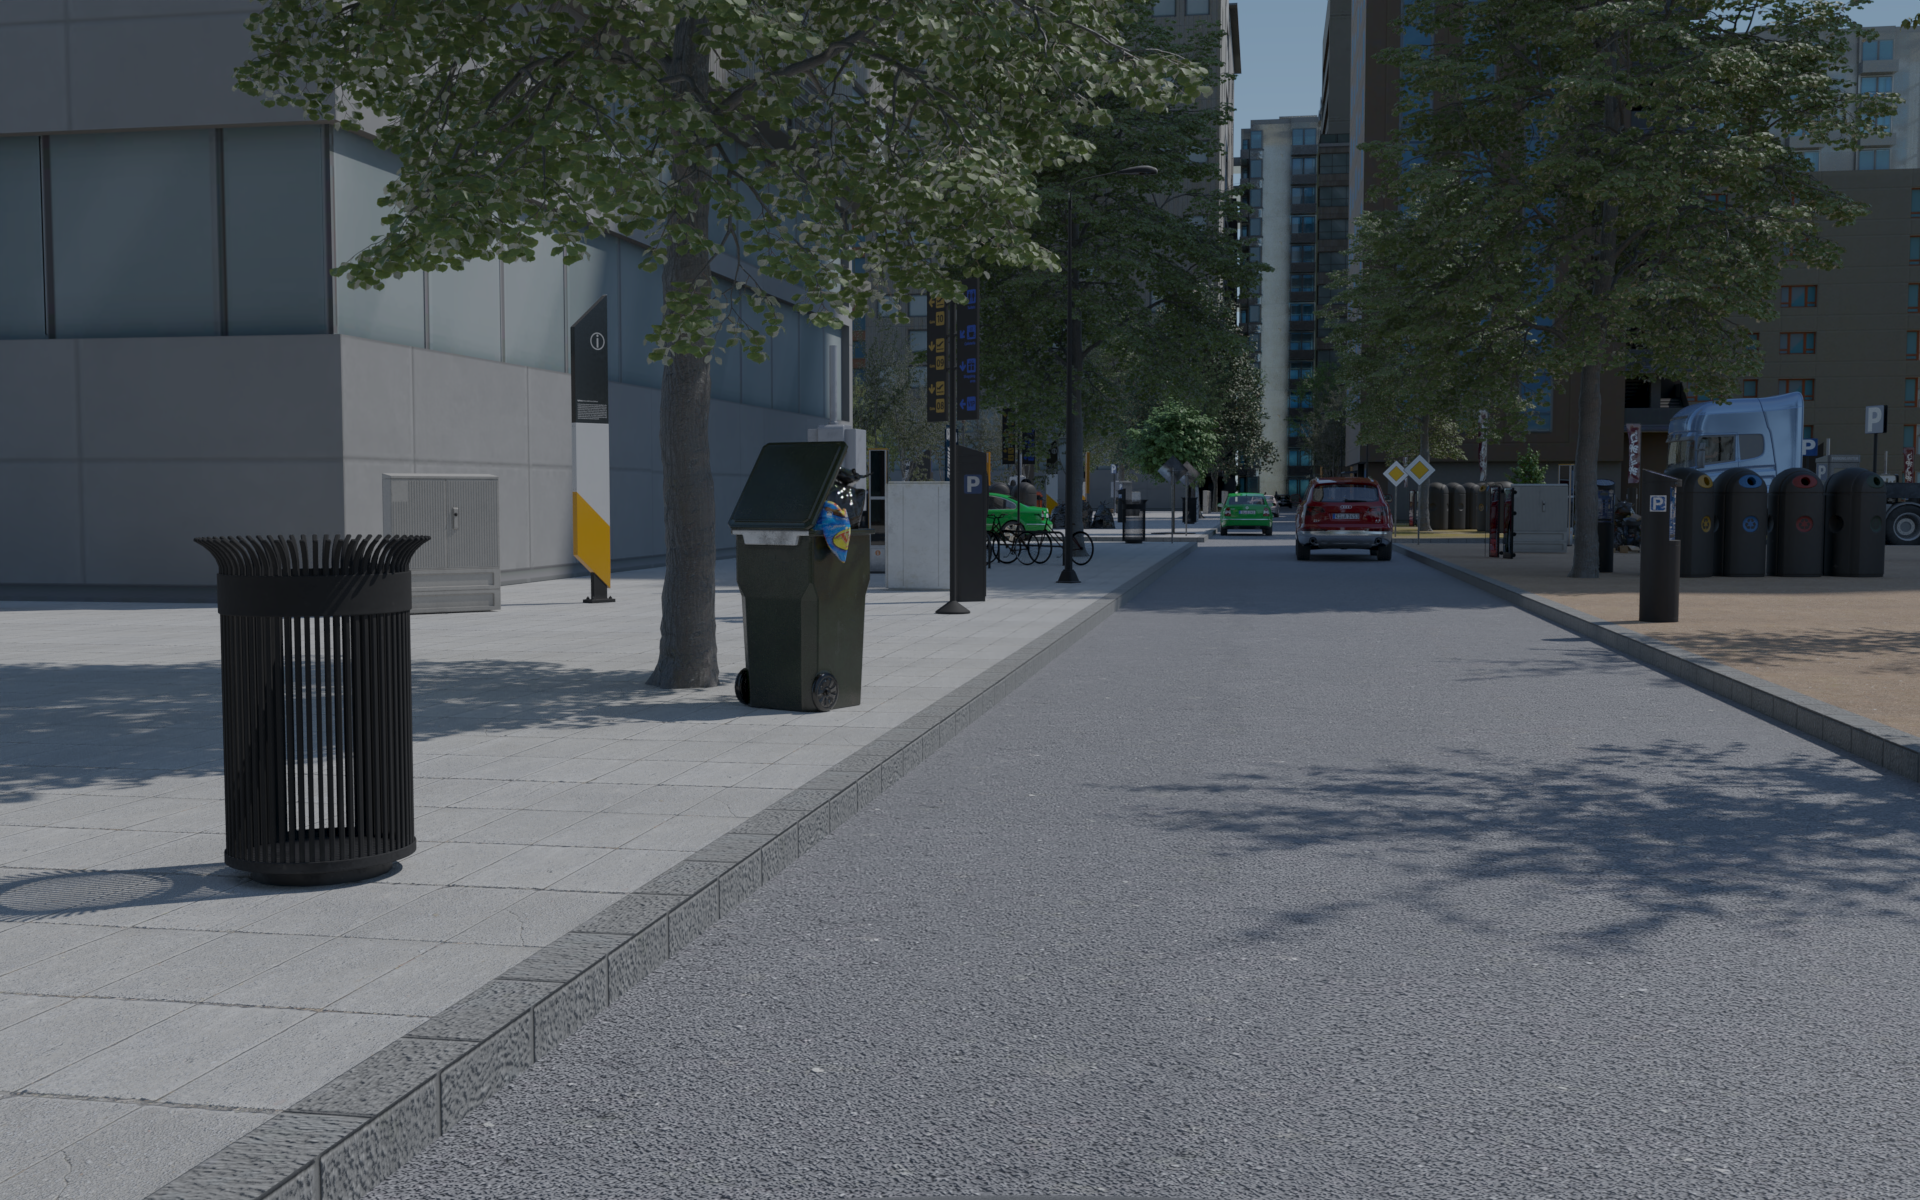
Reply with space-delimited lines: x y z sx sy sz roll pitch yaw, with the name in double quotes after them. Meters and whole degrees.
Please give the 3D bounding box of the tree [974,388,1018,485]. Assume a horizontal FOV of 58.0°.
3.486 -8.814 94.466 4.360 8.622 3.978 0 3 0 "tree"

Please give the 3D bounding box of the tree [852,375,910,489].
-6.444 -9.878 111.862 4.737 8.622 4.395 0 3 0 "tree"

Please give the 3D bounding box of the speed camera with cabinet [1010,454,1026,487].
2.518 -5.670 87.047 0.660 3.252 2.038 -2 4 -31 "speed camera with cabinet"

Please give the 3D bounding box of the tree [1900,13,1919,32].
11.048 -4.017 16.042 4.737 8.622 4.395 0 3 0 "tree"

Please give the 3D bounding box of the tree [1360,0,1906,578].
10.003 -6.603 26.093 7.486 12.596 7.792 0 3 0 "tree"

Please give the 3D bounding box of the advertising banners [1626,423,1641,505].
17.318 -2.875 43.195 2.074 3.025 0.090 -2 4 -27 "advertising banners"

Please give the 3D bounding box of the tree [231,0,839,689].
-1.717 -5.721 11.658 7.486 12.596 7.792 0 3 0 "tree"

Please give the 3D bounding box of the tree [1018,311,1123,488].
4.413 -7.185 67.843 4.360 8.622 3.978 0 3 0 "tree"

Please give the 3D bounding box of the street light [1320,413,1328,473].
21.232 -7.730 98.924 1.470 5.913 1.316 1 4 10 "street light"

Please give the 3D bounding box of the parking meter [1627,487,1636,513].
25.845 -3.561 66.639 0.372 1.533 0.369 0 3 0 "parking meter"

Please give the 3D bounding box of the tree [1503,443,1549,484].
21.388 -4.337 65.515 1.663 3.219 1.824 0 3 0 "tree"

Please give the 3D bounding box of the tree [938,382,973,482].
-2.460 -8.036 81.755 4.360 8.622 3.978 0 3 0 "tree"

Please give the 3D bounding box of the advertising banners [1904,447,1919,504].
35.391 -4.120 63.545 0.090 3.025 2.074 -1 4 -15 "advertising banners"

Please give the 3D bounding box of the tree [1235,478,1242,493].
27.252 -10.915 173.059 1.663 3.219 1.824 0 3 0 "tree"

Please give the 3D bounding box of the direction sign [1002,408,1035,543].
1.540 -3.270 45.459 0.876 3.537 0.379 1 4 12 "direction sign"

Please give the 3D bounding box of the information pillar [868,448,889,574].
-1.309 -1.434 27.941 0.304 2.012 0.304 0 4 4 "information pillar"

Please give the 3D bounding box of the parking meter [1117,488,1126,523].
7.286 -4.260 78.064 0.372 1.533 0.369 0 3 0 "parking meter"

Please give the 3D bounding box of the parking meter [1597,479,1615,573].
10.530 -1.223 28.403 0.372 1.533 0.369 0 3 0 "parking meter"

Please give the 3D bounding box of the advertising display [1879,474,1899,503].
30.249 -3.148 56.684 0.123 1.923 0.974 -1 4 -20 "advertising display"

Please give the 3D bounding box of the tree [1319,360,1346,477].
28.274 -12.532 130.648 9.928 11.665 9.643 0 3 0 "tree"

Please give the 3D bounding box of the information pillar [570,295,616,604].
-4.318 -1.770 20.297 0.183 3.616 0.504 3 5 41 "information pillar"

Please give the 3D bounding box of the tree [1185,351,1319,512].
17.908 -11.975 121.542 9.928 11.665 9.643 0 3 0 "tree"

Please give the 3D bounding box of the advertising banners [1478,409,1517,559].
10.836 -2.375 35.021 0.090 3.025 2.074 0 4 -3 "advertising banners"

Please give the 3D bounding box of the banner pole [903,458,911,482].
-3.102 -7.121 106.452 0.863 3.779 0.401 0 4 -7 "banner pole"

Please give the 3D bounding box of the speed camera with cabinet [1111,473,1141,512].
11.761 -7.858 122.820 2.038 3.252 0.660 -1 4 -14 "speed camera with cabinet"

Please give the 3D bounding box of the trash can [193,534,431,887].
-2.164 0.355 5.845 0.748 1.137 0.748 0 3 0 "trash can"

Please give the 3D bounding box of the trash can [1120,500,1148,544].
4.513 -2.036 44.945 0.748 1.137 0.748 0 3 0 "trash can"

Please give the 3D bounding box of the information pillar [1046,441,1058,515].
3.845 -4.940 72.121 0.504 3.616 0.183 0 4 0 "information pillar"

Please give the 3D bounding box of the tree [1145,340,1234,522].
10.785 -7.936 80.115 4.737 8.622 4.395 0 3 0 "tree"

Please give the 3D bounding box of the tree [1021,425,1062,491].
5.146 -10.794 126.836 4.737 8.622 4.395 0 3 0 "tree"

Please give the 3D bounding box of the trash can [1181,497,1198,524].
9.832 -3.826 74.202 0.748 1.137 0.748 0 3 0 "trash can"

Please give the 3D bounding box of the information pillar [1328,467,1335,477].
26.558 -8.096 123.720 0.504 3.616 0.183 1 4 21 "information pillar"

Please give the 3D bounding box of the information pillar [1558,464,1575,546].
14.887 -2.329 42.570 0.304 2.012 0.304 2 4 35 "information pillar"

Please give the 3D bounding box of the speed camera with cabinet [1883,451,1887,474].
41.875 -5.231 79.857 2.038 3.252 0.660 2 4 25 "speed camera with cabinet"

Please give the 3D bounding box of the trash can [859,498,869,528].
-3.587 -3.250 64.784 0.748 1.137 0.748 0 3 0 "trash can"

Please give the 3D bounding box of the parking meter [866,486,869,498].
-6.635 -7.249 124.233 0.399 1.863 0.255 1 4 13 "parking meter"

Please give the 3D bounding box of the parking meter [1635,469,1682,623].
7.039 -0.550 17.405 0.372 1.533 0.369 0 3 0 "parking meter"

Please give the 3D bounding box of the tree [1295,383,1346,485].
24.765 -10.174 116.701 4.360 8.622 3.978 0 3 0 "tree"

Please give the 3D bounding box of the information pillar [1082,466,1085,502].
8.426 -7.677 116.872 0.504 3.616 0.183 1 4 12 "information pillar"

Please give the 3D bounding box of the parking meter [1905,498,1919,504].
29.462 -2.764 53.606 0.372 1.533 0.369 0 3 0 "parking meter"

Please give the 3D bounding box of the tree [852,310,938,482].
-3.594 -7.161 67.438 4.360 8.622 3.978 0 3 0 "tree"

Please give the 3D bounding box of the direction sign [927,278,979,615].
-0.078 -1.622 18.509 0.379 3.537 0.876 -3 4 -38 "direction sign"

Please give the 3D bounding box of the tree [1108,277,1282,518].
12.387 -10.689 91.769 9.611 12.733 9.660 0 3 0 "tree"

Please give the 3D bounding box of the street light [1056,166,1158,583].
2.100 -3.194 24.761 1.470 5.913 1.316 1 4 10 "street light"

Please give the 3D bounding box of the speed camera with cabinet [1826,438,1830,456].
31.246 -4.081 61.056 0.660 3.252 2.038 -1 4 -18 "speed camera with cabinet"

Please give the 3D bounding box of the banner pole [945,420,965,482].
-0.122 -4.172 58.237 0.863 3.779 0.401 0 4 2 "banner pole"

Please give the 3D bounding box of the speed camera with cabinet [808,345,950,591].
-0.977 -1.764 23.176 2.038 3.252 0.660 1 4 12 "speed camera with cabinet"

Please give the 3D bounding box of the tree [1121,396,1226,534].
6.936 -4.391 55.512 4.285 4.588 4.351 0 3 0 "tree"

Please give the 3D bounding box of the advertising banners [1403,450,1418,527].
17.868 -4.417 68.405 0.090 3.025 2.074 0 4 -6 "advertising banners"

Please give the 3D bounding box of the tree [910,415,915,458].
-5.070 -10.443 121.097 4.737 8.622 4.395 0 3 0 "tree"

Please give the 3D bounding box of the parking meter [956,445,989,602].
0.127 -0.916 20.684 0.399 1.863 0.255 -1 4 -18 "parking meter"
